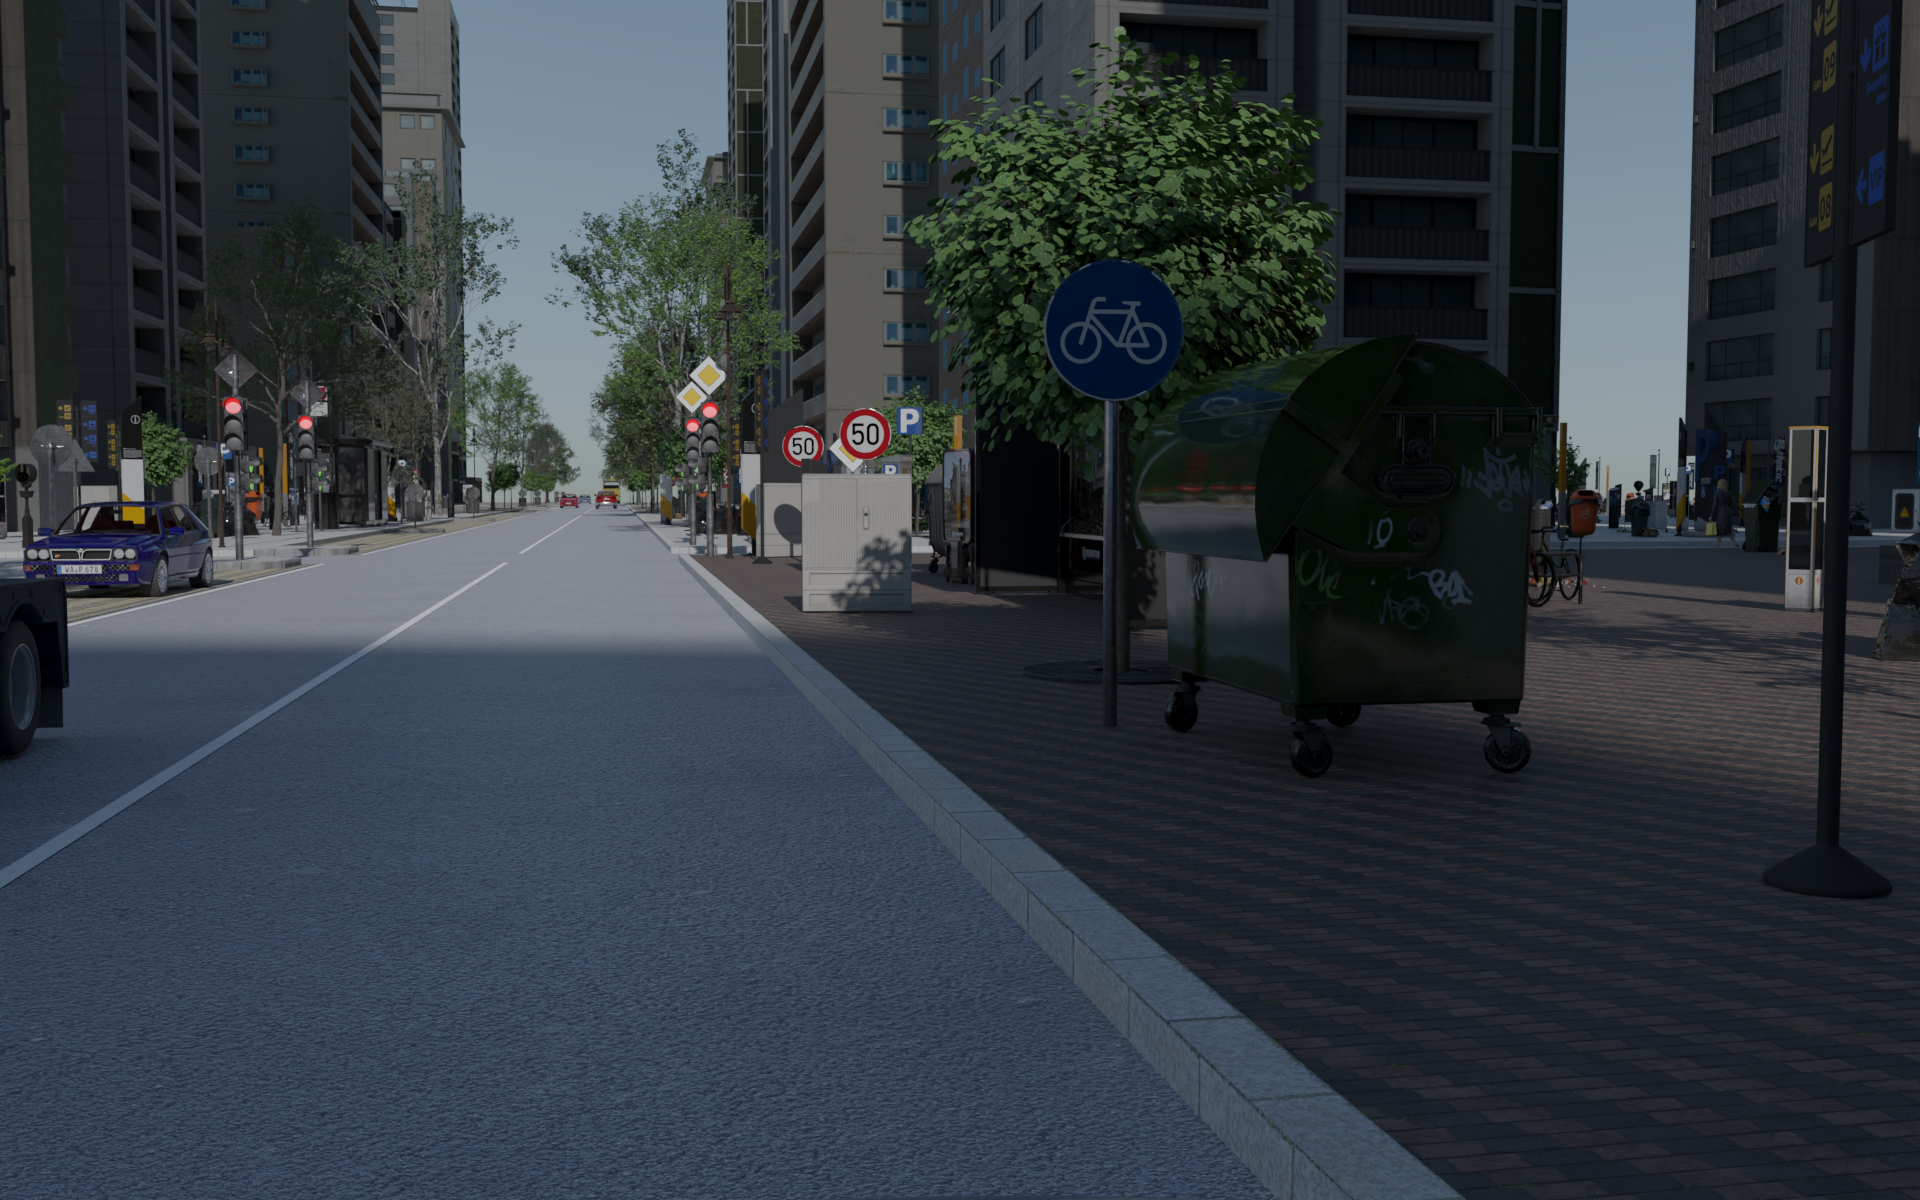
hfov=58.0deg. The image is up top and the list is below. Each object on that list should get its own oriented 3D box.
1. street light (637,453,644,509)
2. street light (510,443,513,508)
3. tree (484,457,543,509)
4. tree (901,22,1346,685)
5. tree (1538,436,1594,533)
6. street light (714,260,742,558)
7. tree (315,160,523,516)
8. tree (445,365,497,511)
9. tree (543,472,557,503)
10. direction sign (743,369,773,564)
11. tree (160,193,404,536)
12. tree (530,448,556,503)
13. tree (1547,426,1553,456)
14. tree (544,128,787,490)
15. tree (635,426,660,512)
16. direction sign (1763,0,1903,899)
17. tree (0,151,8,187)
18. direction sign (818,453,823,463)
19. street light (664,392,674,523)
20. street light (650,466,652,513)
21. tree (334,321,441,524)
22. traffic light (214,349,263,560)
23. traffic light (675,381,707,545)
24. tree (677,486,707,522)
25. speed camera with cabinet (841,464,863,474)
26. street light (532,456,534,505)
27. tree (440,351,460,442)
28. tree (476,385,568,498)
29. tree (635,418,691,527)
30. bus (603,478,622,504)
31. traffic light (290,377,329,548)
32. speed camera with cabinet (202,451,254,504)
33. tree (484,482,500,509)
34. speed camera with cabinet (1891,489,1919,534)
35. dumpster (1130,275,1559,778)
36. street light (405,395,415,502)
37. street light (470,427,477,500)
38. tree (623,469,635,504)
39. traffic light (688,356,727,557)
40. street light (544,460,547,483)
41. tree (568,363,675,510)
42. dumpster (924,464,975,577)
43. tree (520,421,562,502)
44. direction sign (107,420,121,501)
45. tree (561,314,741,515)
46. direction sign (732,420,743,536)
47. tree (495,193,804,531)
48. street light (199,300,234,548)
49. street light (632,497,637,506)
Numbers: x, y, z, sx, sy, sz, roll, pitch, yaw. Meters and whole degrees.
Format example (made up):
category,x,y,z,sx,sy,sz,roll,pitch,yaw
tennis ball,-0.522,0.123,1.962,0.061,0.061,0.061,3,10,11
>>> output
category,x,y,z,sx,sy,sz,roll,pitch,yaw
street light,-28.012,-11.005,152.716,0.468,5.910,1.993,-1,4,-11
street light,-40.297,-11.170,155.409,0.468,5.910,1.993,-1,4,-11
tree,-38.933,-10.028,147.674,4.285,4.588,4.351,0,3,0
tree,1.203,-1.748,12.290,4.285,4.588,4.351,0,3,0
tree,20.098,-3.822,57.097,1.663,3.219,1.824,0,3,0
street light,-4.594,-3.768,34.394,0.468,5.910,1.993,-1,4,-11
tree,-31.731,-15.001,101.157,12.611,20.169,13.585,0,3,0
tree,-35.819,-12.678,133.038,9.928,11.665,9.643,0,3,0
tree,-53.065,-14.120,214.581,4.285,4.588,4.351,0,3,0
direction sign,-3.640,-2.435,31.805,0.379,3.537,0.876,0,4,8
tree,-20.746,-7.265,53.193,7.601,10.594,8.767,-1,4,-22
tree,-62.557,-18.946,260.129,4.360,8.622,3.978,0,3,0
tree,16.603,-4.286,53.787,4.285,4.588,4.351,0,3,0
tree,-15.681,-14.467,92.418,12.611,20.169,13.585,0,3,0
tree,-21.656,-10.644,124.383,4.360,8.622,3.978,0,3,0
direction sign,2.838,-0.830,5.565,0.379,3.537,0.876,1,4,12
tree,-13.419,-5.040,16.820,7.601,10.594,8.767,-3,5,-43
direction sign,-6.000,-4.931,72.613,0.379,3.537,0.876,2,4,31
street light,-13.082,-6.429,77.902,0.468,5.910,1.993,-1,4,-11
street light,-20.830,-8.803,116.720,0.468,5.910,1.993,-1,4,-11
tree,-24.380,-7.520,73.315,4.360,8.622,3.978,0,3,0
traffic light,-14.025,-2.736,33.653,0.839,4.253,0.868,-1,4,-11
traffic light,-6.699,-3.324,43.263,0.839,4.253,0.868,-1,4,-11
tree,-12.476,-5.242,80.311,1.663,3.219,1.824,0,3,0
speed camera with cabinet,-2.719,-3.706,54.934,2.038,3.252,0.660,-1,4,-23
street light,-48.819,-13.773,197.967,0.468,5.910,1.993,-1,4,-11
tree,-26.013,-8.101,82.821,4.360,8.622,3.978,0,3,0
tree,-46.791,-16.760,184.392,12.009,13.543,11.850,0,3,0
tree,-10.239,-5.128,67.564,4.285,4.588,4.351,0,3,0
bus,-52.019,-16.347,258.815,2.896,3.916,12.252,-1,4,-11
traffic light,-15.584,-3.215,41.485,0.839,4.253,0.868,-1,4,-11
speed camera with cabinet,-30.642,-4.782,72.526,0.660,3.252,2.038,2,4,33
tree,-41.002,-9.616,151.820,1.663,3.219,1.824,0,3,0
speed camera with cabinet,31.373,-3.782,56.171,0.660,3.252,2.038,-2,4,-29
dumpster,1.838,-0.374,8.603,1.502,2.255,1.985,-1,4,-11
street light,-25.185,-6.534,79.626,0.468,5.910,1.993,-1,4,-11
street light,-32.806,-8.823,117.046,0.468,5.910,1.993,-1,4,-11
tree,-29.776,-11.009,163.714,4.285,4.588,4.351,0,3,0
traffic light,-5.141,-2.845,35.431,0.839,4.253,0.868,-1,4,-11
street light,-56.455,-16.100,236.030,0.468,5.910,1.993,-1,4,-11
tree,-24.130,-13.788,135.796,12.009,13.543,11.850,0,3,0
dumpster,0.202,-1.330,27.500,1.264,1.857,1.865,-1,4,-11
tree,-64.326,-21.586,269.940,9.611,12.733,9.660,0,3,0
direction sign,-25.691,-3.727,52.940,0.876,3.537,0.379,1,4,22
tree,-18.336,-11.666,107.750,9.611,12.733,9.660,0,3,0
direction sign,-6.686,-3.745,53.231,0.876,3.537,0.379,3,4,39
tree,-9.057,-8.201,59.845,9.928,11.665,9.643,0,3,0
street light,-17.702,-4.194,41.366,0.468,5.910,1.993,-1,4,-11
street light,-35.652,-13.354,191.117,0.468,5.910,1.993,-1,4,-11
